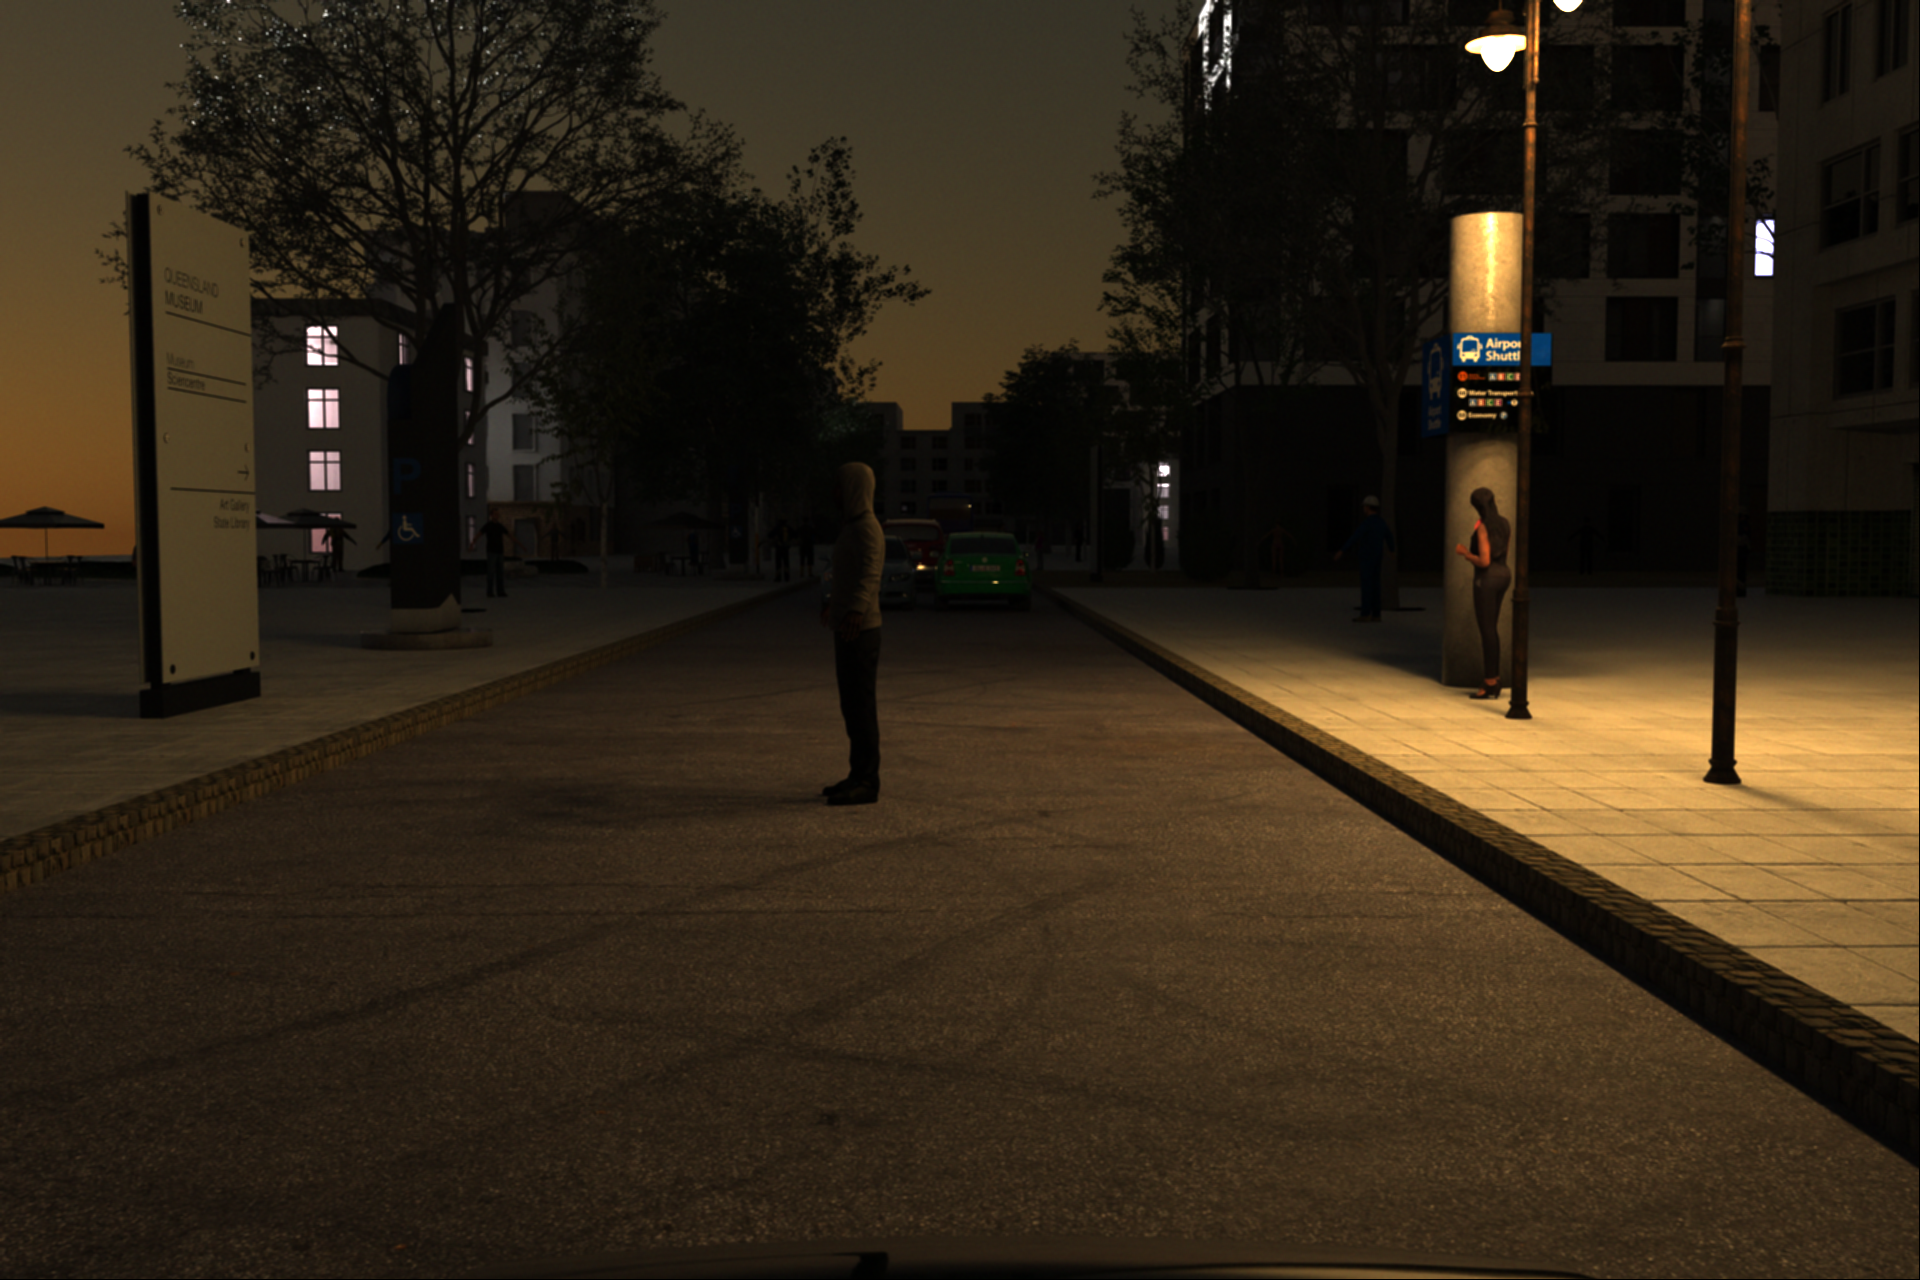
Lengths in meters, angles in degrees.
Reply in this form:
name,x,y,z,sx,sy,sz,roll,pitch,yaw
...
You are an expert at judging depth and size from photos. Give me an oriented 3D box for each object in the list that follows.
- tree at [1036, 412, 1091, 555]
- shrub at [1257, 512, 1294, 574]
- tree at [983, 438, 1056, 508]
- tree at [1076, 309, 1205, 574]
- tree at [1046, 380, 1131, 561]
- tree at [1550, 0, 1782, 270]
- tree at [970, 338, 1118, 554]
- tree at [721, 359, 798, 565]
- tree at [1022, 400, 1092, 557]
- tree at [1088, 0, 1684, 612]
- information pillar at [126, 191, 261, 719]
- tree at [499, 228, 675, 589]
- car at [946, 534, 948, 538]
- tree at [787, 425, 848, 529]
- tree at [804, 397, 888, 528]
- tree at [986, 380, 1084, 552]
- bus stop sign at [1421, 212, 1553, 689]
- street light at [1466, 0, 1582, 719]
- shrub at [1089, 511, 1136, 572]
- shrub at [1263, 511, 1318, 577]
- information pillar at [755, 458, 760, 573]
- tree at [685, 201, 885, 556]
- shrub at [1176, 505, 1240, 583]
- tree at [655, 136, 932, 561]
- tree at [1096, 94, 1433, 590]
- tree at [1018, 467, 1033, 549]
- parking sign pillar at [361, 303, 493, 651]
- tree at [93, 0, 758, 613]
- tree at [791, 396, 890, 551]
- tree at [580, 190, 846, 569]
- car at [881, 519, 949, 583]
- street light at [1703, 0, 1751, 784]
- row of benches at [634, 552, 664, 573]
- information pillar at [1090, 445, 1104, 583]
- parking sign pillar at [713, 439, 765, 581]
name,x,y,z,sx,sy,sz,roll,pitch,yaw
tree,6.691,-9.420,104.384,4.360,8.622,3.978,0,3,0
shrub,10.309,-3.143,55.805,1.690,2.028,1.600,0,3,0
tree,6.168,-12.365,136.580,8.767,10.594,7.601,0,4,-5
tree,6.004,-6.443,55.707,4.737,8.622,4.395,0,3,0
tree,6.300,-8.160,83.775,4.737,8.622,4.395,0,3,0
tree,22.531,-11.608,45.685,12.611,20.169,13.585,0,3,0
tree,5.596,-12.623,113.037,9.857,13.997,8.962,0,3,0
tree,-8.511,-7.409,71.502,4.737,8.622,4.395,0,3,0
tree,6.026,-8.833,94.783,4.360,8.622,3.978,0,3,0
tree,7.157,-7.249,28.884,12.009,13.543,11.850,0,3,0
information pillar,-5.610,-1.311,12.745,0.184,3.620,1.656,0,4,0
tree,-8.516,-5.531,40.798,4.737,8.622,4.395,0,3,0
car,-1.338,-2.595,51.098,2.281,1.827,5.304,0,4,0
tree,-9.981,-10.030,114.358,4.360,8.622,3.978,0,3,0
tree,-9.560,-13.728,142.582,7.486,12.596,7.792,0,3,0
tree,5.320,-12.726,126.191,7.486,12.596,7.792,0,3,0
bus stop sign,4.402,-1.562,14.552,0.837,3.901,0.837,0,4,-1
street light,3.894,-2.392,11.897,0.468,5.910,1.993,0,4,0
shrub,5.231,-3.390,59.461,1.661,2.075,1.752,0,3,0
shrub,9.859,-2.892,51.710,1.690,2.028,1.600,0,3,0
information pillar,-6.185,-3.762,52.869,0.183,3.616,0.504,0,4,-1
tree,-10.412,-15.020,101.467,12.611,20.169,13.585,0,3,0
shrub,6.581,-2.571,46.084,1.661,2.075,1.752,0,3,0
tree,-8.073,-13.836,82.108,12.611,20.169,13.585,0,3,0
tree,6.882,-6.986,39.971,9.928,11.665,9.643,0,3,0
tree,5.472,-11.892,144.803,4.360,8.622,3.978,0,3,0
parking sign pillar,-6.079,-1.908,19.660,1.447,3.967,1.447,0,4,0
tree,-8.356,-7.210,28.259,12.009,13.543,11.850,0,3,0
tree,-8.977,-12.483,129.852,9.928,11.665,9.643,0,3,0
tree,-9.029,-9.569,63.106,9.857,13.997,8.962,0,3,0
car,-1.244,-2.185,44.396,2.281,1.827,5.304,0,4,-1
street light,3.943,-2.201,8.780,0.468,5.910,1.993,0,4,-1
row of benches,-10.618,-2.682,59.315,1.422,0.672,4.104,0,4,-4
information pillar,3.658,-3.368,46.385,0.184,3.620,1.656,0,4,-2
parking sign pillar,-6.181,-3.662,48.347,1.447,3.967,1.447,0,4,-1
